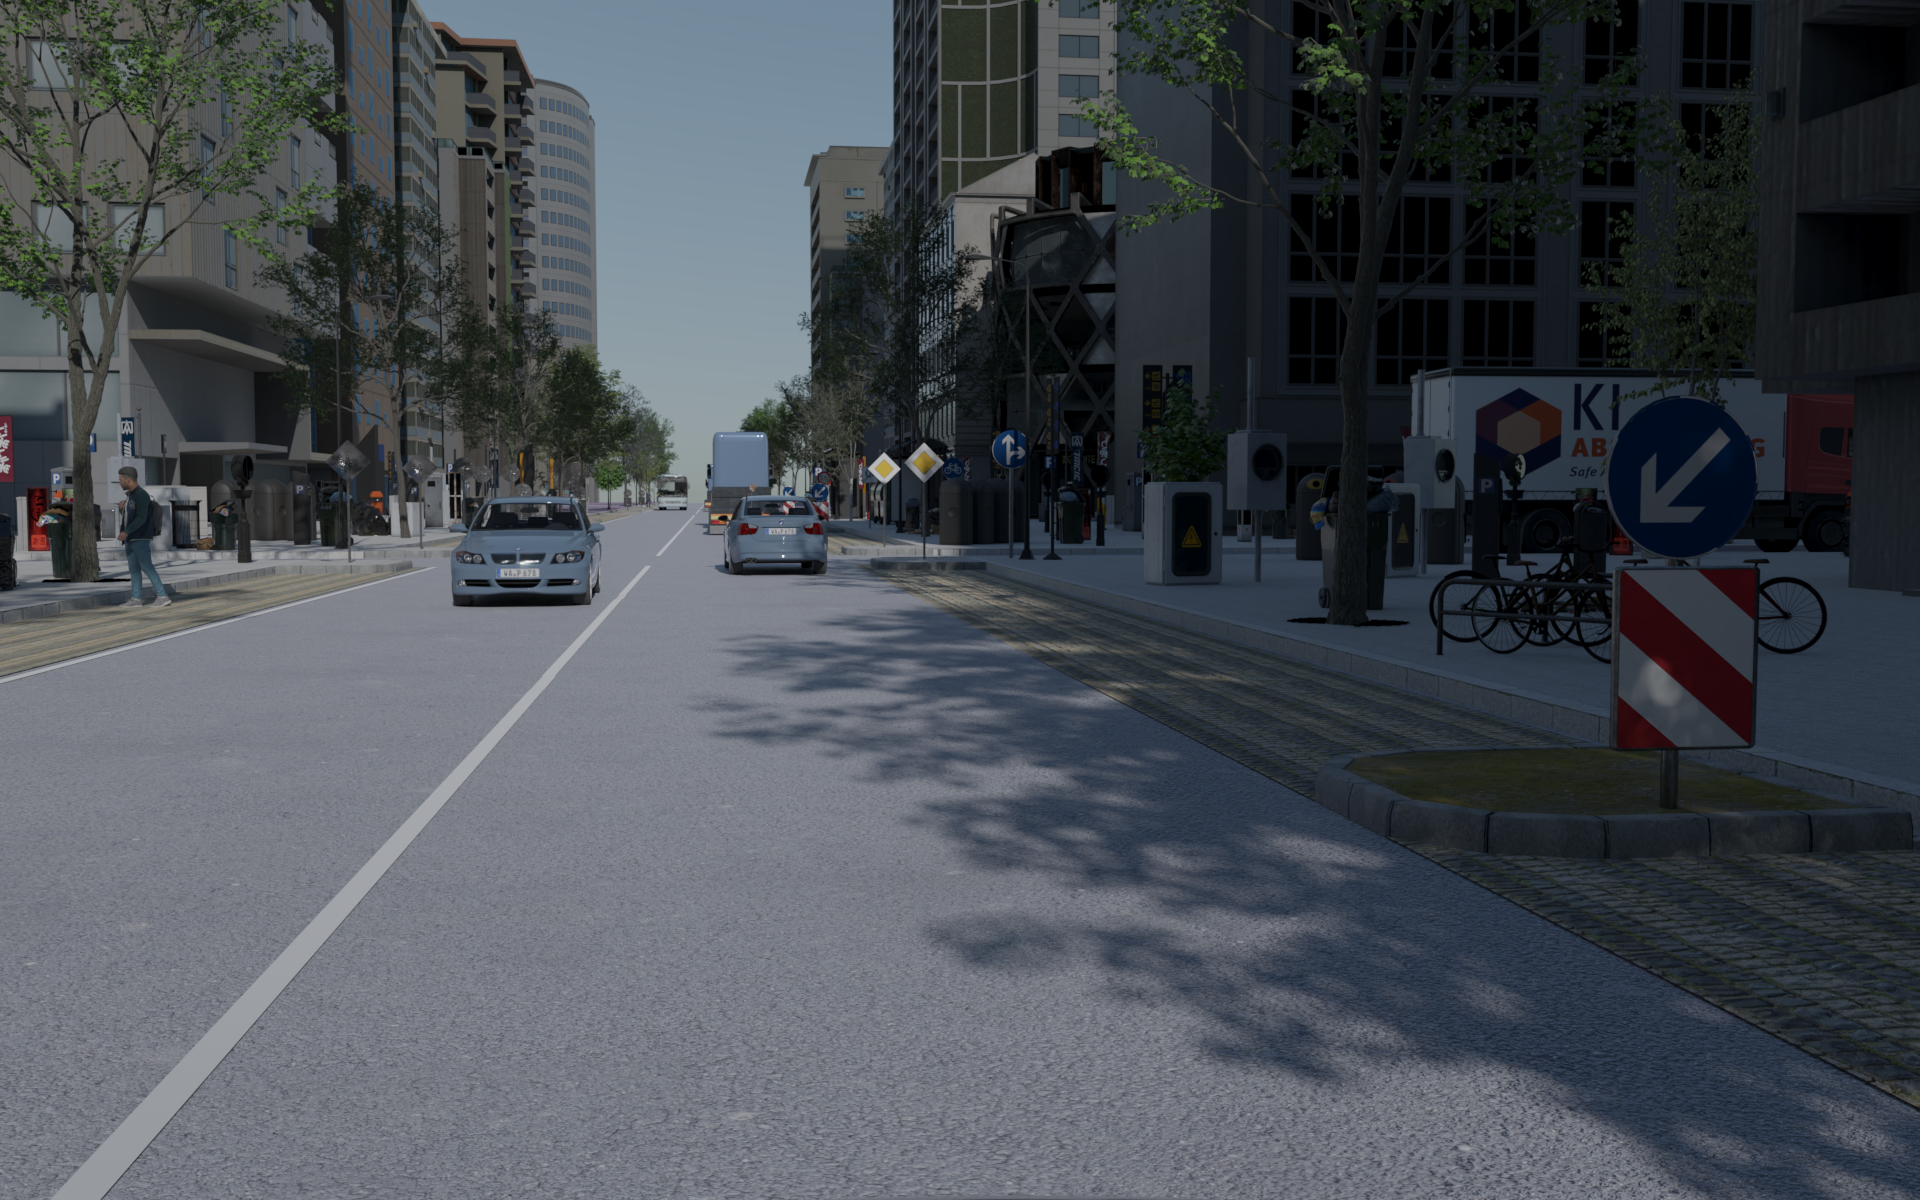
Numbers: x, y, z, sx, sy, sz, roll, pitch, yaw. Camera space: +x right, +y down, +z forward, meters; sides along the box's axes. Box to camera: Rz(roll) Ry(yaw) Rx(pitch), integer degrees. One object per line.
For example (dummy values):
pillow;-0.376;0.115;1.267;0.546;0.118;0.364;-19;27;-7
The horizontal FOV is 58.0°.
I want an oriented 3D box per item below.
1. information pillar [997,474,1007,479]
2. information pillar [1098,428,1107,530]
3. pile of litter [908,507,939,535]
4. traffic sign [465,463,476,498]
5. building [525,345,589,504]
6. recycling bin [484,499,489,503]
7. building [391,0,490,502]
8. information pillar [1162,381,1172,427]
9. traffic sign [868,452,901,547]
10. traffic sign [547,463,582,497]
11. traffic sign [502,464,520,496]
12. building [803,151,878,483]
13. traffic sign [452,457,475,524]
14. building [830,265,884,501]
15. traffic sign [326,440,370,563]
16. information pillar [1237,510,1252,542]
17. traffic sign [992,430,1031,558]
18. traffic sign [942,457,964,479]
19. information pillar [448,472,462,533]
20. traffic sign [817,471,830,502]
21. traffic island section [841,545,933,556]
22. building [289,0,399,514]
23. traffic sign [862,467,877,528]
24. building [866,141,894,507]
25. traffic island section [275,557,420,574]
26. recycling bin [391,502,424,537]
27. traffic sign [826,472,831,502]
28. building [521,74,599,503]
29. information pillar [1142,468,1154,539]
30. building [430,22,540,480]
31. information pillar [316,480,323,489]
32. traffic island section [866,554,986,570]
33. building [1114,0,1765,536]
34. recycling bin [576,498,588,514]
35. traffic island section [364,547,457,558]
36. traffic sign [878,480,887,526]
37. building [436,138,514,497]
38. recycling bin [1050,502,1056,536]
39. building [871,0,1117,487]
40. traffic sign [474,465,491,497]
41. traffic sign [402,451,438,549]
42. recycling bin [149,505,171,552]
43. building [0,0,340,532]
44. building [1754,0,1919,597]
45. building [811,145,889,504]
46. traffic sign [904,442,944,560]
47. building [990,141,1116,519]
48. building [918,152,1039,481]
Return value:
information pillar;1.568;-3.677;64.617;0.304;2.012;0.304;-1;4;-13
information pillar;5.074;-4.316;61.919;0.183;3.616;0.504;-2;4;-25
pile of litter;-0.955;-2.522;55.198;1.176;0.858;1.719;-2;4;-35
traffic sign;-18.111;-3.872;63.421;0.768;2.556;0.104;0;4;2
building;-61.564;-22.712;216.381;27.650;21.520;28.899;0;4;-8
recycling bin;-23.482;-4.545;86.859;0.722;1.027;0.722;-3;5;-40
building;-50.446;-26.328;122.343;32.217;40.220;23.993;0;4;-8
information pillar;4.064;-2.555;33.124;0.183;3.616;0.504;-3;4;-36
traffic sign;-1.824;-2.326;41.669;0.795;2.450;0.064;0;4;-8
traffic sign;-25.891;-7.305;113.316;2.265;3.308;0.079;0;4;-3
traffic sign;-19.016;-4.480;73.353;0.768;2.556;0.104;0;4;-4
building;-8.512;-41.189;262.681;28.713;52.752;27.495;0;4;-8
traffic sign;-17.281;-3.681;60.298;0.768;2.556;0.104;0;4;-3
building;-9.633;-27.425;220.098;14.160;30.474;14.107;0;4;-8
traffic sign;-11.390;-1.751;32.270;0.795;2.450;0.064;0;4;-8
information pillar;7.633;-2.564;46.416;0.304;2.012;0.304;-1;4;-17
traffic sign;1.025;-2.112;34.644;0.768;2.556;0.104;0;4;-3
traffic sign;-0.240;-3.668;60.078;0.768;2.556;0.104;0;4;1
information pillar;-16.855;-3.264;57.853;0.304;2.012;0.304;2;4;29
traffic sign;-7.507;-5.845;95.669;0.768;2.556;0.104;0;4;0
traffic island section;-1.802;-1.191;41.750;2.009;0.180;2.903;0;4;-8
building;-40.534;-27.407;98.215;14.600;45.320;14.200;0;4;-8
traffic sign;-3.370;-3.831;64.772;0.606;2.300;0.079;0;4;-1
building;5.144;-29.542;174.885;32.217;40.220;23.993;0;4;-8
traffic island section;-11.412;-0.615;32.328;2.009;0.180;2.903;0;4;-8
recycling bin;-16.655;-2.425;52.208;0.722;1.027;0.722;1;4;13
traffic sign;-7.748;-6.149;100.634;0.768;2.556;0.104;0;4;-6
building;-62.743;-42.928;243.873;21.231;58.520;28.212;0;4;-8
information pillar;5.323;-2.726;49.056;0.304;2.012;0.304;1;4;16
building;-51.987;-31.136;163.697;22.147;44.769;28.867;0;4;-8
information pillar;-34.211;-5.387;92.573;0.304;2.012;0.304;0;4;-4
traffic island section;-0.678;-0.707;33.844;2.009;0.180;2.903;0;4;-8
building;18.533;-16.230;58.872;24.014;27.812;14.314;0;4;-8
recycling bin;-24.546;-6.093;112.176;0.722;1.027;0.722;1;4;10
traffic island section;-12.536;-1.098;40.234;2.009;0.180;2.903;0;4;-8
traffic sign;-2.964;-4.226;69.093;0.884;2.594;0.081;0;4;-1
building;-44.921;-22.717;143.122;14.160;30.474;14.107;0;4;-8
recycling bin;3.207;-2.459;52.753;0.722;1.027;0.722;-2;4;-30
building;3.216;-43.547;150.249;20.563;71.187;20.611;0;4;-8
traffic sign;-20.895;-4.630;75.802;0.768;2.556;0.104;0;4;-6
traffic sign;-12.514;-2.234;40.175;0.795;2.450;0.064;0;4;-8
recycling bin;-18.116;-1.610;38.884;0.722;1.027;0.722;-2;4;-24
building;-41.234;-29.331;68.807;28.713;52.752;27.495;0;4;-8
building;17.863;-15.227;20.665;14.160;30.474;14.107;0;4;-8
building;-9.146;-37.570;237.972;21.300;48.544;21.600;0;4;-8
traffic sign;-0.700;-1.842;33.763;0.795;2.450;0.064;0;4;-8
building;9.831;-13.733;91.987;16.820;18.784;16.811;0;4;-8
building;3.036;-15.905;109.203;9.793;20.994;18.267;0;4;-8
